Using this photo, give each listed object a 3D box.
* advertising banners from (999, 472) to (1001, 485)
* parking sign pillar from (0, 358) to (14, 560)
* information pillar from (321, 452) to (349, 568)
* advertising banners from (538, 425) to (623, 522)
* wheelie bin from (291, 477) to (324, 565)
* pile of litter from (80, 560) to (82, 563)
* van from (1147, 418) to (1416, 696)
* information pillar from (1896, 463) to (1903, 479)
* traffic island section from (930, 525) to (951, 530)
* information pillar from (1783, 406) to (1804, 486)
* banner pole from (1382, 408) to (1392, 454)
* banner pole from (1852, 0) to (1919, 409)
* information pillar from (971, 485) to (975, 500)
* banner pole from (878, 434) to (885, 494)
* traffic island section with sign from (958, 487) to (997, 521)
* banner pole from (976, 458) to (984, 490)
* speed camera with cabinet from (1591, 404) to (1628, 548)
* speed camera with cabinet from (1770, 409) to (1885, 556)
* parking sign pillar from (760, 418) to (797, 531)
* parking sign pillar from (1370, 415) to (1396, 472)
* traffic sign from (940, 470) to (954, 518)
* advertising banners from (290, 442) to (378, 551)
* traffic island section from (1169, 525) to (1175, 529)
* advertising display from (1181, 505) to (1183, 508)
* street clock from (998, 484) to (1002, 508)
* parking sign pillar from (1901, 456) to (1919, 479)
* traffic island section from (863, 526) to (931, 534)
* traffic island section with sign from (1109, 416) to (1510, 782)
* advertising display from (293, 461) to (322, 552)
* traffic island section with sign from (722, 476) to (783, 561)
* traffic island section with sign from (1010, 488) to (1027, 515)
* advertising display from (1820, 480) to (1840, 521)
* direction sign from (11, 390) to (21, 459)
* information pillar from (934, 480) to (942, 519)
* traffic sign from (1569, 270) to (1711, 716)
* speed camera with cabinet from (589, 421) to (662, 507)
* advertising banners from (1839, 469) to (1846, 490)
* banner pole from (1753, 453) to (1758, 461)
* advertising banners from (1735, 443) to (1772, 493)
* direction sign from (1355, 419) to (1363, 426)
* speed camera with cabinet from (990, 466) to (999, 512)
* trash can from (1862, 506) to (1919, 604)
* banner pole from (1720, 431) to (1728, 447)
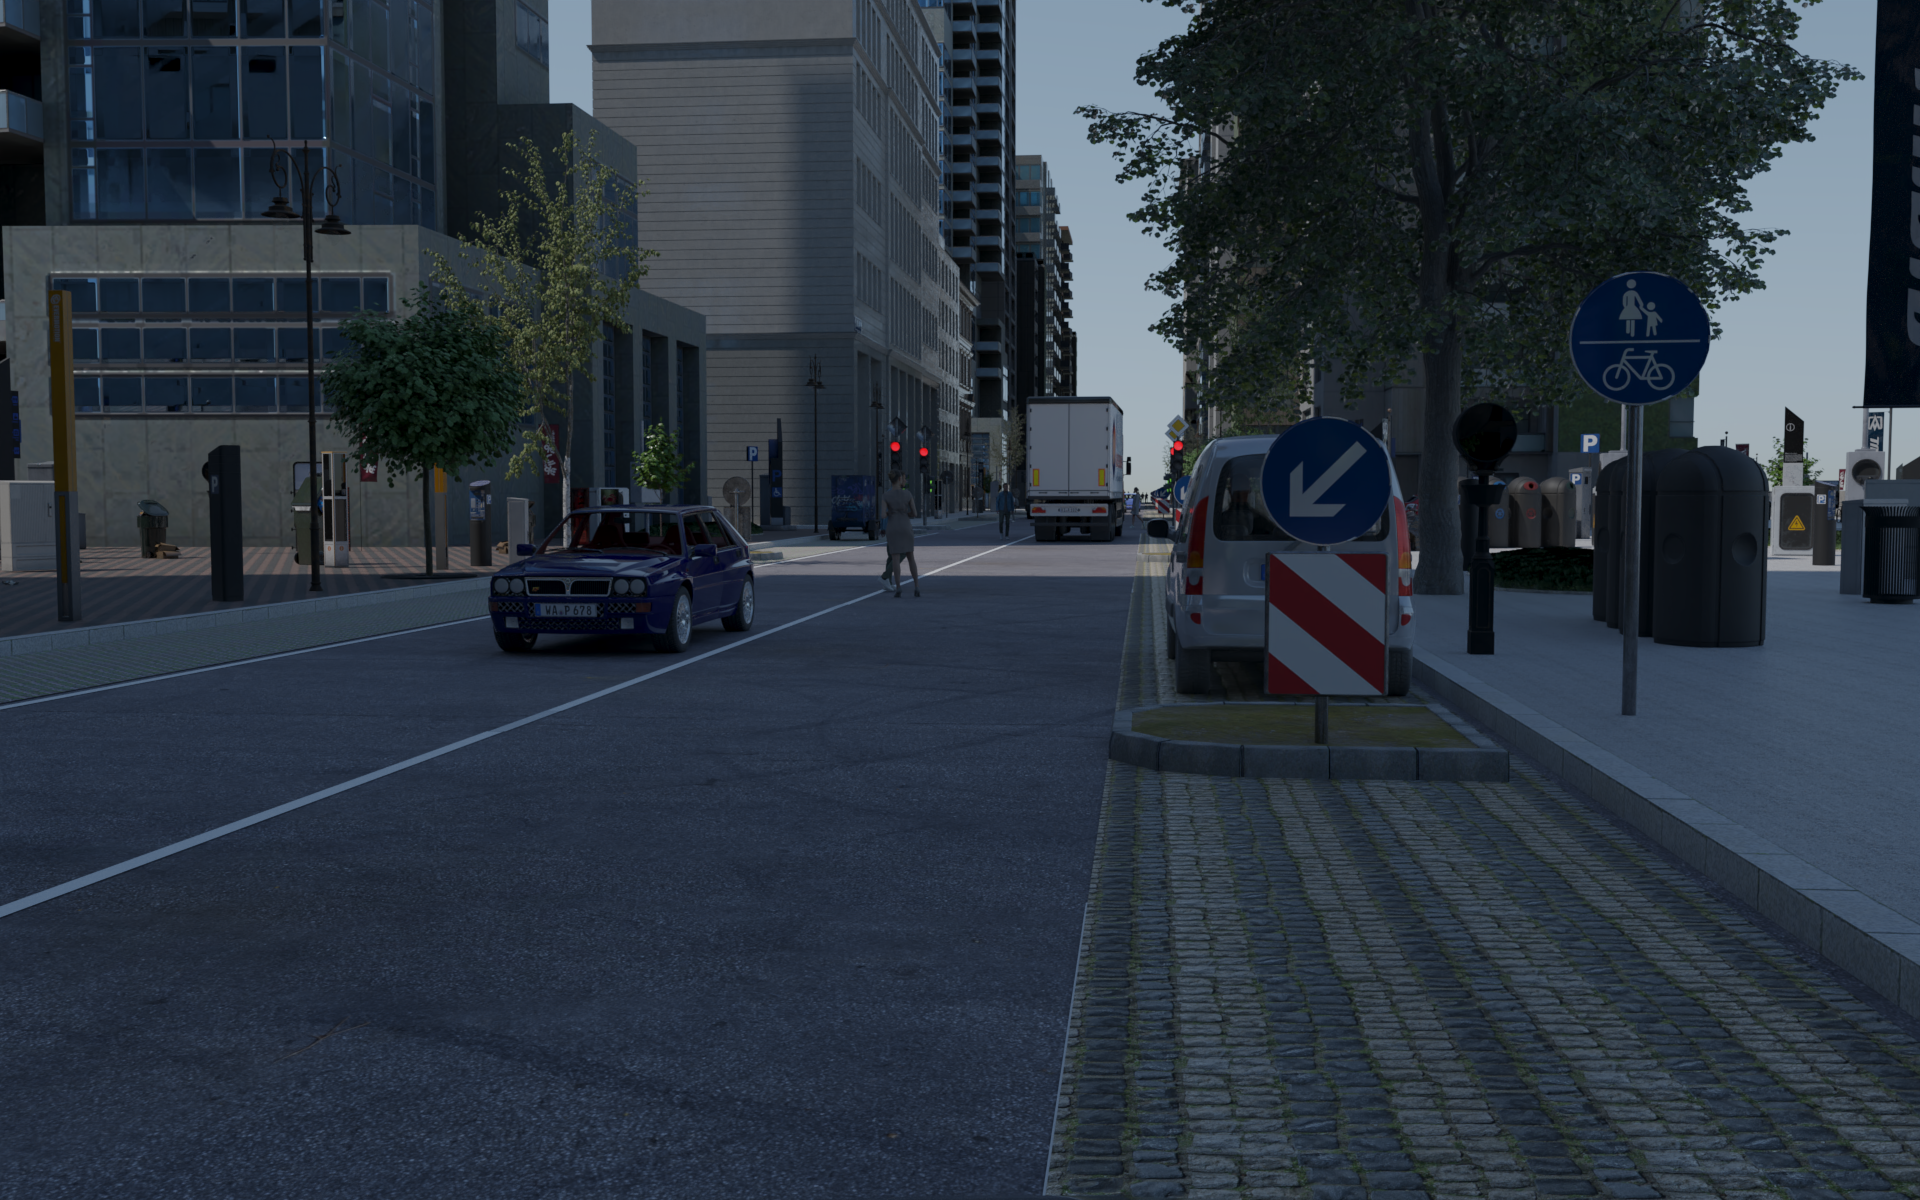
[{"bbox_3d":[2.987,-8.679,138.082,0.090,3.025,2.074,-1,4,-13],"label":"advertising banners"},{"bbox_3d":[-19.302,-2.778,33.898,1.447,3.967,1.447,3,5,40],"label":"parking sign pillar"},{"bbox_3d":[-10.870,-1.569,30.147,0.304,2.012,0.304,2,4,34],"label":"information pillar"},{"bbox_3d":[-9.478,-2.880,43.269,2.074,3.025,0.090,0,4,0],"label":"advertising banners"},{"bbox_3d":[-11.696,-1.443,31.505,0.980,1.594,0.693,2,4,32],"label":"wheelie bin"},{"bbox_3d":[-16.946,-1.113,32.164,1.176,0.858,1.719,-1,4,-21],"label":"pile of litter"},{"bbox_3d":[2.489,-0.406,13.654,2.013,2.044,4.112,0,4,5],"label":"van"},{"bbox_3d":[70.988,-8.537,130.931,0.504,3.616,0.183,0,4,-2],"label":"information pillar"},{"bbox_3d":[-1.449,-2.943,70.399,2.009,0.180,2.903,0,4,6],"label":"traffic island section"},{"bbox_3d":[22.182,-3.352,46.161,0.504,3.616,0.183,1,4,18],"label":"information pillar"},{"bbox_3d":[12.432,-3.700,50.515,0.401,3.779,0.863,2,4,32],"label":"banner pole"},{"bbox_3d":[3.613,-0.983,6.092,0.863,3.779,0.401,1,4,11],"label":"banner pole"},{"bbox_3d":[1.051,-8.540,144.126,0.304,2.012,0.304,0,4,-3],"label":"information pillar"},{"bbox_3d":[-3.297,-5.055,72.666,0.401,3.779,0.863,-2,4,-24],"label":"banner pole"},{"bbox_3d":[0.980,-5.158,92.962,1.989,1.847,2.006,0,4,6],"label":"traffic island section with sign"},{"bbox_3d":[1.309,-7.896,119.119,0.863,3.779,0.401,3,5,40],"label":"banner pole"},{"bbox_3d":[14.202,-2.660,37.819,0.660,3.252,2.038,1,4,16],"label":"speed camera with cabinet"},{"bbox_3d":[17.908,-2.533,35.755,2.038,3.252,0.660,1,4,22],"label":"speed camera with cabinet"},{"bbox_3d":[-6.465,-4.430,60.902,1.447,3.967,1.447,-1,4,-8],"label":"parking sign pillar"},{"bbox_3d":[14.422,-4.369,59.904,1.447,3.967,1.447,-3,4,-38],"label":"parking sign pillar"},{"bbox_3d":[-0.714,-5.678,92.939,0.768,2.556,0.104,1,4,15],"label":"traffic sign"},{"bbox_3d":[-13.913,-2.599,38.683,2.074,3.025,0.090,0,4,1],"label":"advertising banners"},{"bbox_3d":[8.584,-2.877,69.318,2.009,0.180,2.903,0,4,6],"label":"traffic island section"},{"bbox_3d":[17.891,-8.221,139.632,0.123,1.923,0.974,0,4,-2],"label":"advertising display"},{"bbox_3d":[3.005,-8.316,140.535,0.358,2.002,0.471,-3,4,-36],"label":"street clock"},{"bbox_3d":[62.739,-7.683,114.085,1.447,3.967,1.447,1,4,15],"label":"parking sign pillar"},{"bbox_3d":[-2.304,-2.457,62.460,2.009,0.180,2.903,0,4,6],"label":"traffic island section"},{"bbox_3d":[1.836,-0.059,9.598,1.989,1.847,2.006,0,4,6],"label":"traffic island section with sign"},{"bbox_3d":[-12.659,-1.777,34.262,0.974,1.923,0.123,-1,4,-10],"label":"advertising display"},{"bbox_3d":[-4.951,-1.790,37.902,1.989,1.847,2.006,0,4,6],"label":"traffic island section with sign"},{"bbox_3d":[3.891,-6.810,119.974,1.989,1.847,2.006,0,4,6],"label":"traffic island section with sign"},{"bbox_3d":[40.628,-4.639,81.062,0.974,1.923,0.123,3,5,45],"label":"advertising display"},{"bbox_3d":[-20.776,-2.794,37.687,0.379,3.537,0.876,1,4,13],"label":"direction sign"},{"bbox_3d":[-1.125,-5.193,89.392,0.304,2.012,0.304,-3,5,-41],"label":"information pillar"},{"bbox_3d":[3.886,-0.604,9.984,0.768,2.556,0.104,1,4,11],"label":"traffic sign"},{"bbox_3d":[-8.940,-3.172,46.193,2.038,3.252,0.660,-3,5,-45],"label":"speed camera with cabinet"},{"bbox_3d":[60.674,-7.606,120.549,0.090,3.025,2.074,-2,4,-27],"label":"advertising banners"},{"bbox_3d":[48.694,-7.116,106.366,0.863,3.779,0.401,-1,4,-13],"label":"banner pole"},{"bbox_3d":[27.454,-3.858,59.270,0.090,3.025,2.074,-2,4,-34],"label":"advertising banners"},{"bbox_3d":[12.093,-3.705,52.575,0.379,3.537,0.876,0,4,-2],"label":"direction sign"},{"bbox_3d":[2.445,-7.922,123.867,0.660,3.252,2.038,0,4,2],"label":"speed camera with cabinet"},{"bbox_3d":[10.959,-0.531,20.341,0.748,1.137,0.748,0,3,0],"label":"trash can"},{"bbox_3d":[30.498,-4.844,69.218,0.401,3.779,0.863,0,4,3],"label":"banner pole"}]
